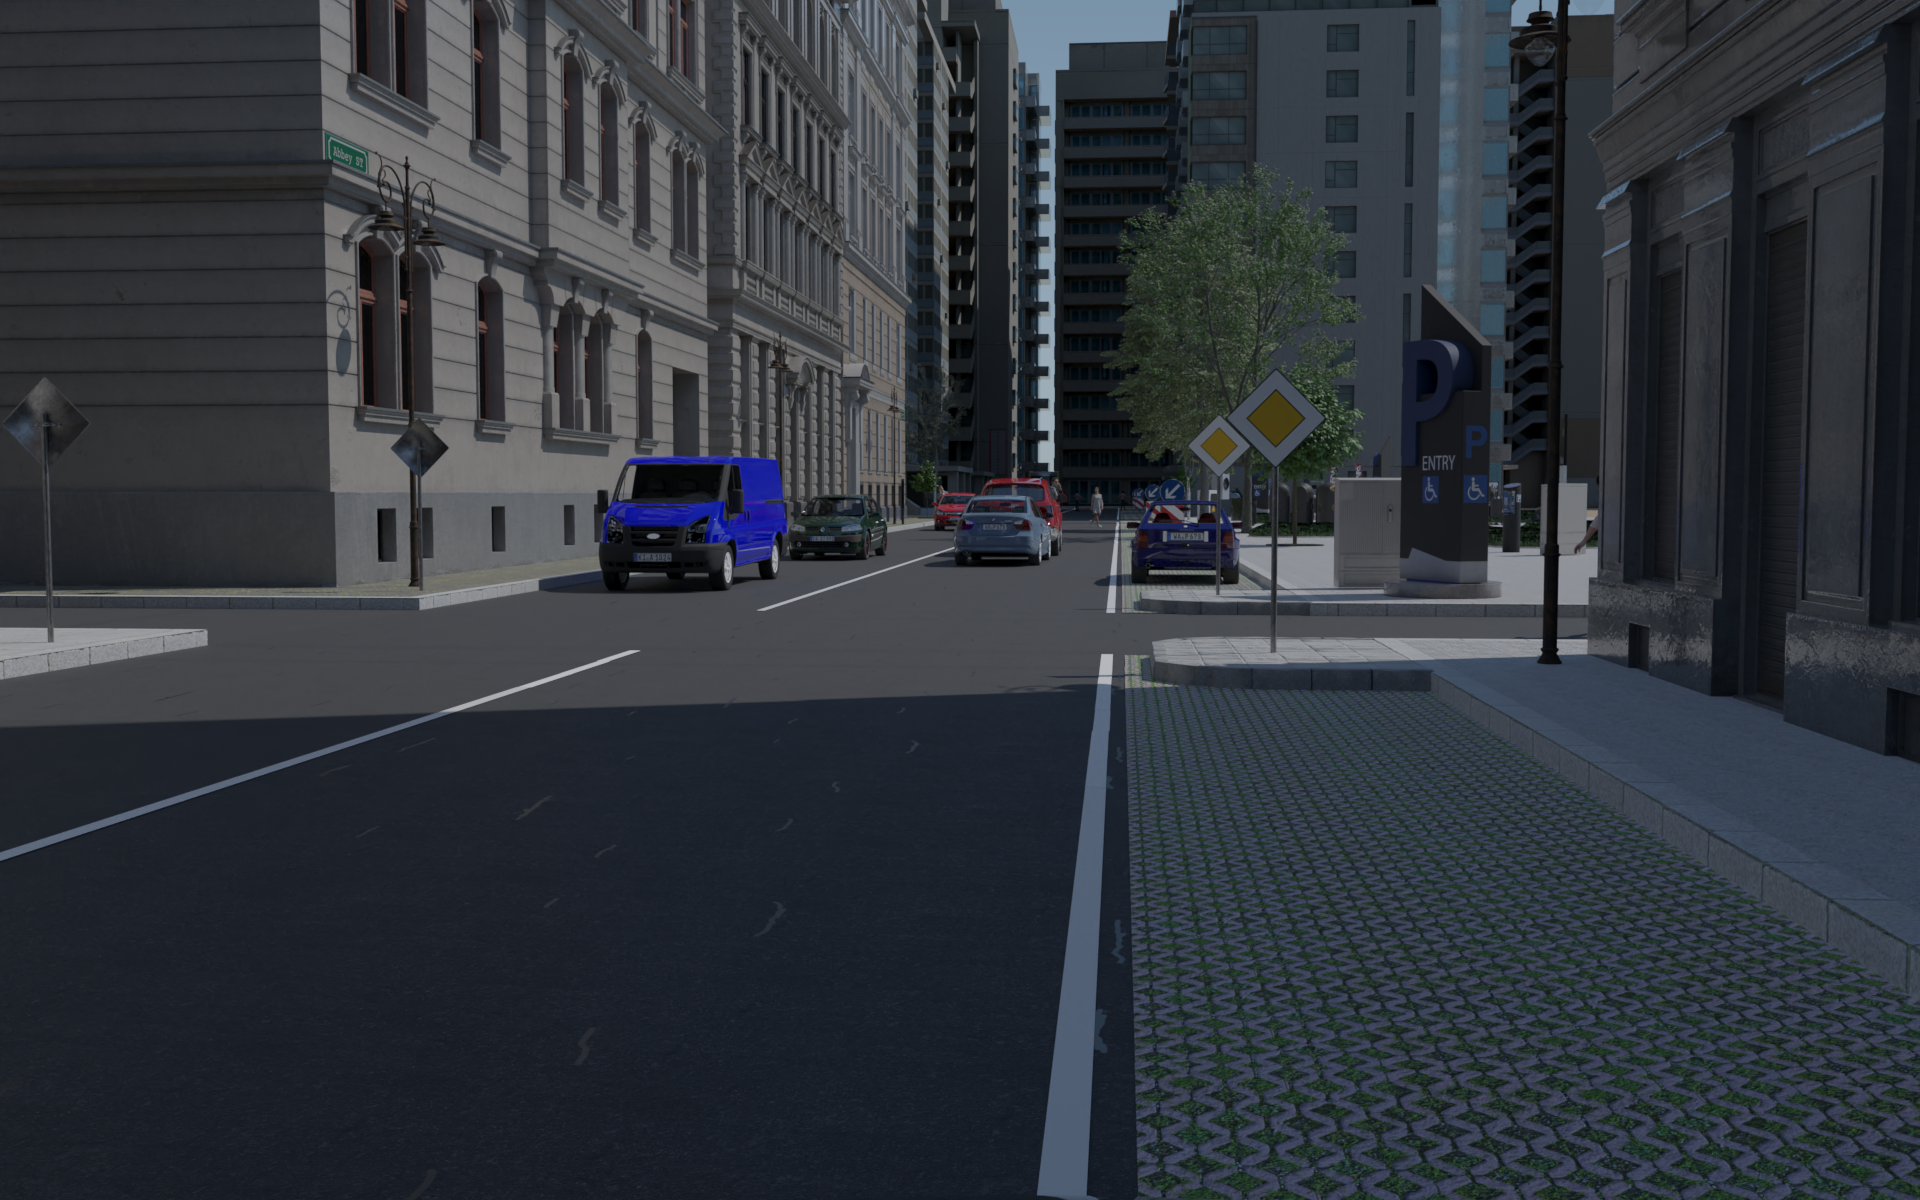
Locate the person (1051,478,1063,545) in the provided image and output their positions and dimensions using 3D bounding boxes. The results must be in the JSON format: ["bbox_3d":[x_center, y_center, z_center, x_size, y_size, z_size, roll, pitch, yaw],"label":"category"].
[{"bbox_3d":[2.712,-2.528,49.188,0.474,1.900,0.648,0,4,6],"label":"person"}]

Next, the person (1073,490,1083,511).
[{"bbox_3d":[9.827,-8.248,144.071,0.721,1.736,1.217,-3,5,-39],"label":"person"}]

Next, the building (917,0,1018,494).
[{"bbox_3d":[-5.652,-32.976,162.864,21.600,48.544,21.300,0,4,5],"label":"building"}]

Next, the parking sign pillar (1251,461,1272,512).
[{"bbox_3d":[16.037,-6.388,92.908,1.447,3.967,1.447,2,4,35],"label":"parking sign pillar"}]

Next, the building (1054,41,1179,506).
[{"bbox_3d":[21.297,-34.618,189.701,21.600,48.544,21.300,0,4,5],"label":"building"}]

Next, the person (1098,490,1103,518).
[{"bbox_3d":[8.406,-5.849,105.058,0.541,1.710,0.530,-1,4,-18],"label":"person"}]

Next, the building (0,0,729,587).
[{"bbox_3d":[-13.736,-15.118,34.562,14.401,28.519,23.554,0,4,5],"label":"building"}]

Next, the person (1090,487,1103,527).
[{"bbox_3d":[5.893,-4.030,75.146,0.466,1.731,0.760,-3,5,-43],"label":"person"}]

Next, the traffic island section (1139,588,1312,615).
[{"bbox_3d":[3.291,0.019,21.976,2.009,0.180,2.903,0,4,5],"label":"traffic island section"}]

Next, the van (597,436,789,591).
[{"bbox_3d":[-4.175,-1.416,27.544,2.240,2.365,5.245,0,4,6],"label":"van"}]

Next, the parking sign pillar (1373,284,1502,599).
[{"bbox_3d":[6.084,-2.034,21.733,1.447,3.967,1.447,-1,4,-19],"label":"parking sign pillar"}]

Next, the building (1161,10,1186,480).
[{"bbox_3d":[29.503,-30.689,156.388,22.147,44.769,28.867,0,4,5],"label":"building"}]

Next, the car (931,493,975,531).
[{"bbox_3d":[-0.034,-3.654,68.789,2.155,1.783,4.494,0,4,3],"label":"car"}]

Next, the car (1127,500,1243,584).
[{"bbox_3d":[3.743,-0.995,28.851,1.945,1.354,3.894,0,4,7],"label":"car"}]

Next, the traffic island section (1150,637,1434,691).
[{"bbox_3d":[2.556,0.505,14.025,2.009,0.180,2.903,0,4,5],"label":"traffic island section"}]

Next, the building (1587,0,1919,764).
[{"bbox_3d":[8.872,-9.468,3.946,9.793,20.994,18.267,0,4,5],"label":"building"}]

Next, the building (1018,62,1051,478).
[{"bbox_3d":[-5.117,-35.085,193.246,30.456,49.044,23.786,0,4,5],"label":"building"}]

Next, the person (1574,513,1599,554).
[{"bbox_3d":[6.551,-0.508,17.473,0.731,1.740,0.598,0,4,-6],"label":"person"}]

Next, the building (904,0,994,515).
[{"bbox_3d":[-13.727,-27.205,136.676,32.217,40.220,23.993,0,4,5],"label":"building"}]

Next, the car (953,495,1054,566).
[{"bbox_3d":[0.918,-1.474,36.105,2.014,1.417,4.499,0,4,7],"label":"car"}]

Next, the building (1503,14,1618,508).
[{"bbox_3d":[55.888,-31.225,160.647,14.200,45.320,14.600,0,4,5],"label":"building"}]

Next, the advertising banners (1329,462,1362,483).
[{"bbox_3d":[19.449,-5.540,86.774,2.074,3.025,0.090,1,4,10],"label":"advertising banners"}]

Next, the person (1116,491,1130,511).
[{"bbox_3d":[13.980,-8.522,148.538,1.217,1.736,0.721,1,4,9],"label":"person"}]

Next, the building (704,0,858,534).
[{"bbox_3d":[-10.101,-13.929,56.613,11.050,23.489,19.941,0,4,5],"label":"building"}]

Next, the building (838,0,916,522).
[{"bbox_3d":[-9.729,-17.773,76.495,13.634,28.700,20.117,0,4,5],"label":"building"}]

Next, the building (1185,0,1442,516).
[{"bbox_3d":[20.734,-20.381,104.939,14.160,30.474,14.107,0,4,5],"label":"building"}]

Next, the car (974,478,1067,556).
[{"bbox_3d":[1.419,-2.022,41.740,2.281,1.827,5.304,0,4,4],"label":"car"}]

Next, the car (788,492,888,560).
[{"bbox_3d":[-2.716,-1.786,38.993,2.009,1.686,4.222,0,4,6],"label":"car"}]

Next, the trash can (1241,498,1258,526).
[{"bbox_3d":[11.606,-3.542,69.566,0.748,1.137,0.748,0,3,0],"label":"trash can"}]

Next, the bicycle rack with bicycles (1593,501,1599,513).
[{"bbox_3d":[30.533,-4.358,84.636,2.852,0.926,2.925,1,4,15],"label":"bicycle rack with bicycles"}]

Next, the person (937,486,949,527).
[{"bbox_3d":[-0.713,-4.152,76.566,0.592,1.802,0.473,0,4,2],"label":"person"}]

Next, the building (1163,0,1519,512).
[{"bbox_3d":[27.164,-31.017,126.741,23.786,49.044,30.456,0,4,5],"label":"building"}]

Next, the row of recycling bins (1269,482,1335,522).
[{"bbox_3d":[13.273,-3.518,64.629,3.534,1.692,1.069,2,4,24],"label":"row of recycling bins"}]
